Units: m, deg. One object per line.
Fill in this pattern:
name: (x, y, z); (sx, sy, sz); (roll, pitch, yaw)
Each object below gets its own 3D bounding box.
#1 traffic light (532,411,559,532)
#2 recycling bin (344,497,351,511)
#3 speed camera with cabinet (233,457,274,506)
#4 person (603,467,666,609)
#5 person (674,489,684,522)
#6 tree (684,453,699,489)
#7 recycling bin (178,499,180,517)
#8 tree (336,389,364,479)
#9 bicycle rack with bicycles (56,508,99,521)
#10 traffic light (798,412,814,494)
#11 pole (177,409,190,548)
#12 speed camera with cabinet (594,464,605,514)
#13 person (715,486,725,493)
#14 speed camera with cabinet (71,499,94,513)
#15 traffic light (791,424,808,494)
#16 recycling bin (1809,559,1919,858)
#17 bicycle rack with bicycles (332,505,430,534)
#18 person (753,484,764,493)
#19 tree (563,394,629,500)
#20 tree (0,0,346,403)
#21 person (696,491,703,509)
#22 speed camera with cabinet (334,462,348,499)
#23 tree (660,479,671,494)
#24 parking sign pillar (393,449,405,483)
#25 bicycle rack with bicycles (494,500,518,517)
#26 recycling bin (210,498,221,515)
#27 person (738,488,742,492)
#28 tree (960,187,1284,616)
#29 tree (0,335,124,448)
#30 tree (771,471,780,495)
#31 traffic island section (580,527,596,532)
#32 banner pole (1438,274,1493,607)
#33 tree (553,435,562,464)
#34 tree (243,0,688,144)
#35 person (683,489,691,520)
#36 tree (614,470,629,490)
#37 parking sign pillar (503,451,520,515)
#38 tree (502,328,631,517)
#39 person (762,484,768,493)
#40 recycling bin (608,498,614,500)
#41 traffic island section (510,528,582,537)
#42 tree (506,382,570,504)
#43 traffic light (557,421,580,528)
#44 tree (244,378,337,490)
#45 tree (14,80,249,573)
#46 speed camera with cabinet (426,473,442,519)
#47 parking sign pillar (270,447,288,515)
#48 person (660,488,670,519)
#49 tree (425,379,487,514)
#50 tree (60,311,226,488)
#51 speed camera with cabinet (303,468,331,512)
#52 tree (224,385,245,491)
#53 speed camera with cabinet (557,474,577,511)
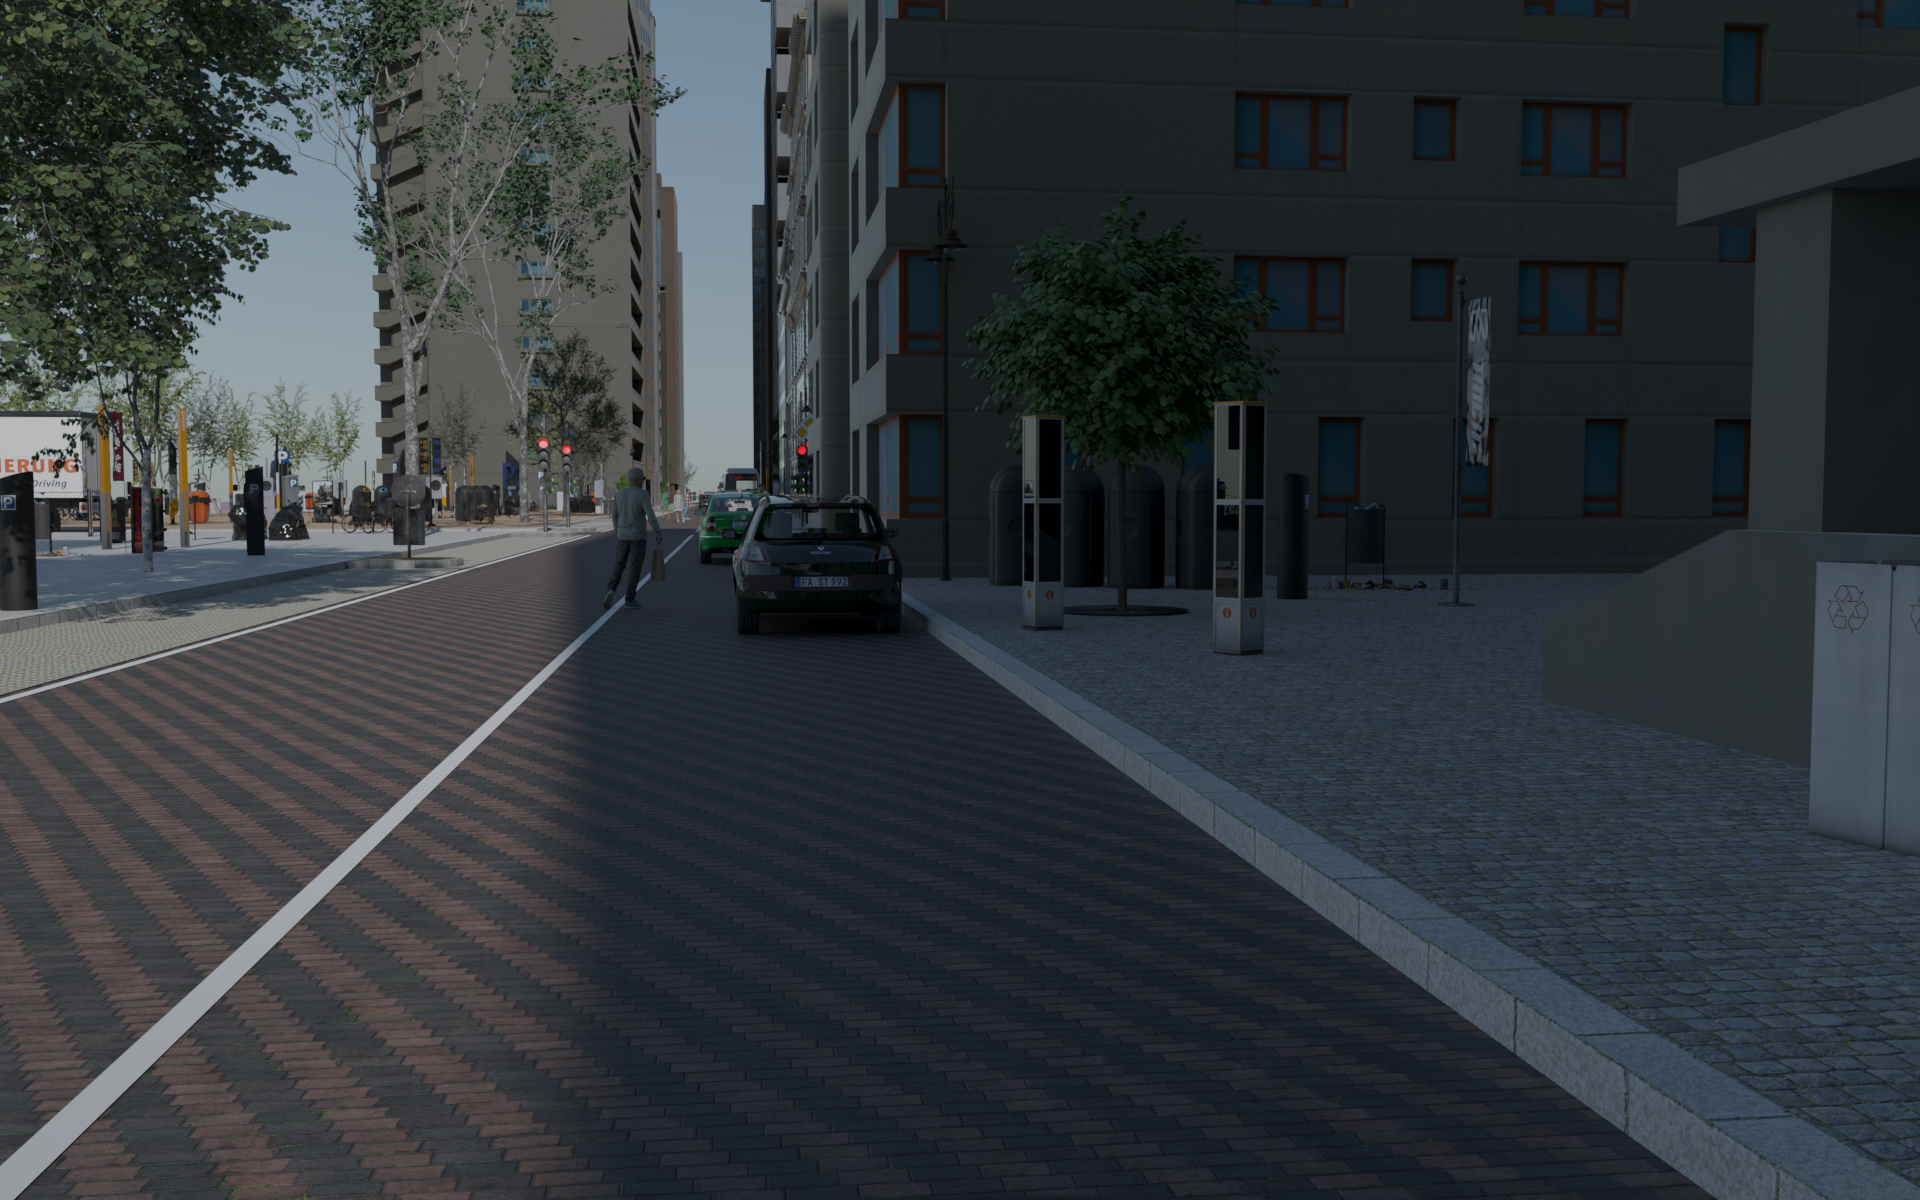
traffic light: (-13.985, -4.250, 58.416); (0.839, 4.253, 0.868); (0, 4, -7)
recycling bin: (-48.033, -7.512, 135.371); (0.722, 1.027, 0.722); (-3, 4, -38)
speed camera with cabinet: (-37.876, -6.022, 92.790); (2.038, 3.252, 0.660); (-1, 4, -17)
person: (-4.039, -0.774, 21.633); (0.782, 1.767, 0.515); (1, 4, 22)
person: (-14.372, -4.833, 88.528); (0.512, 1.701, 0.522); (-1, 4, -20)
tree: (-47.368, -21.234, 297.532); (4.360, 8.622, 3.978); (0, 3, 0)
recycling bin: (-44.107, -5.278, 98.853); (0.722, 1.027, 0.722); (1, 4, 14)
tree: (-43.527, -10.442, 121.082); (4.737, 8.622, 4.395); (0, 3, 0)
bicycle rack with bicycles: (-43.114, -4.303, 83.730); (2.925, 0.926, 2.852); (-1, 4, -19)
traffic light: (-5.149, -4.321, 59.572); (0.839, 4.253, 0.868); (0, 4, -7)
pole: (-18.596, -2.913, 41.469); (0.158, 3.312, 0.155); (0, 3, 0)
speed camera with cabinet: (-23.725, -7.320, 114.022); (0.660, 3.252, 2.038); (0, 4, -8)
person: (-11.712, -4.706, 85.244); (0.655, 1.846, 0.447); (-3, 4, -39)
speed camera with cabinet: (-54.114, -6.902, 107.177); (0.660, 3.252, 2.038); (1, 4, 12)
traffic light: (-6.175, -4.806, 67.491); (0.839, 4.253, 0.868); (0, 4, -7)
recycling bin: (3.664, 0.380, 6.347); (0.722, 1.027, 0.722); (-1, 4, -23)
bicycle rack with bicycles: (-19.256, -2.654, 56.767); (2.925, 0.926, 2.852); (2, 4, 27)
person: (-8.029, -3.709, 69.113); (0.622, 1.834, 0.822); (-3, 5, -44)
tree: (-25.442, -10.535, 122.615); (4.360, 8.622, 3.978); (0, 3, 0)
tree: (-10.522, -6.684, 15.938); (9.857, 13.997, 8.962); (0, 3, 0)
person: (-25.809, -9.930, 171.382); (0.750, 1.759, 0.617); (-2, 4, -34)
speed camera with cabinet: (-37.035, -6.807, 105.623); (2.038, 3.252, 0.660); (-1, 4, -9)
tree: (-36.687, -13.467, 214.792); (1.663, 3.219, 1.824); (0, 3, 0)
parking sign pillar: (-33.131, -6.964, 102.332); (1.447, 3.967, 1.447); (0, 4, -5)
bicycle rack with bicycles: (-26.636, -5.184, 98.135); (2.852, 0.926, 2.925); (-2, 4, -34)
recycling bin: (-46.424, -5.817, 107.669); (0.722, 1.027, 0.722); (-3, 5, -40)
person: (-12.743, -5.607, 100.533); (0.624, 1.780, 0.694); (2, 4, 32)
tree: (1.734, -2.145, 18.791); (4.285, 4.588, 4.351); (0, 3, 0)
tree: (-40.190, -7.689, 76.077); (4.737, 8.622, 4.395); (0, 3, 0)
tree: (-15.107, -9.176, 144.632); (1.663, 3.219, 1.824); (0, 3, 0)
traffic island section: (-15.051, -2.702, 66.465); (2.009, 0.180, 2.903); (0, 4, -7)
banner pole: (5.757, -1.807, 19.568); (0.401, 3.779, 0.863); (-1, 4, -14)
tree: (-29.407, -11.255, 134.375); (4.360, 8.622, 3.978); (0, 3, 0)
tree: (-14.622, -11.810, 48.978); (12.611, 20.169, 13.585); (0, 3, 0)
person: (-15.402, -5.392, 97.493); (0.643, 1.720, 0.563); (-2, 4, -24)
tree: (-27.297, -8.910, 140.286); (1.663, 3.219, 1.824); (0, 3, 0)
parking sign pillar: (-27.785, -7.280, 107.504); (1.447, 3.967, 1.447); (2, 4, 34)
tree: (-21.717, -9.894, 96.174); (7.601, 10.594, 8.767); (-3, 5, -42)
person: (-8.197, -3.883, 72.085); (0.679, 1.850, 0.850); (3, 4, 37)
recycling bin: (-26.060, -7.198, 130.247); (0.722, 1.027, 0.722); (-1, 4, -13)
traffic island section: (-14.026, -2.218, 58.546); (2.009, 0.180, 2.903); (0, 4, -7)
tree: (-26.940, -9.880, 111.902); (4.737, 8.622, 4.395); (0, 3, 0)
traffic light: (-15.010, -4.735, 66.335); (0.839, 4.253, 0.868); (0, 4, -7)
tree: (-42.649, -9.794, 110.493); (4.737, 8.622, 4.395); (0, 3, 0)
tree: (-13.485, -4.767, 28.302); (4.360, 8.622, 3.978); (0, 3, 0)
speed camera with cabinet: (-27.437, -5.735, 88.109); (2.038, 3.252, 0.660); (-2, 4, -33)
parking sign pillar: (-38.559, -6.702, 98.045); (1.447, 3.967, 1.447); (0, 4, 4)
person: (-16.805, -5.502, 98.710); (0.529, 1.795, 0.600); (1, 4, 9)
tree: (-32.451, -9.837, 111.190); (4.360, 8.622, 3.978); (0, 3, 0)
tree: (-31.439, -7.127, 66.890); (4.737, 8.622, 4.395); (0, 3, 0)
speed camera with cabinet: (-47.053, -8.107, 126.889); (2.038, 3.252, 0.660); (-2, 4, -23)
tree: (-48.754, -10.177, 116.748); (4.737, 8.622, 4.395); (0, 3, 0)
speed camera with cabinet: (-29.334, -8.256, 129.323); (0.660, 3.252, 2.038); (1, 4, 18)
